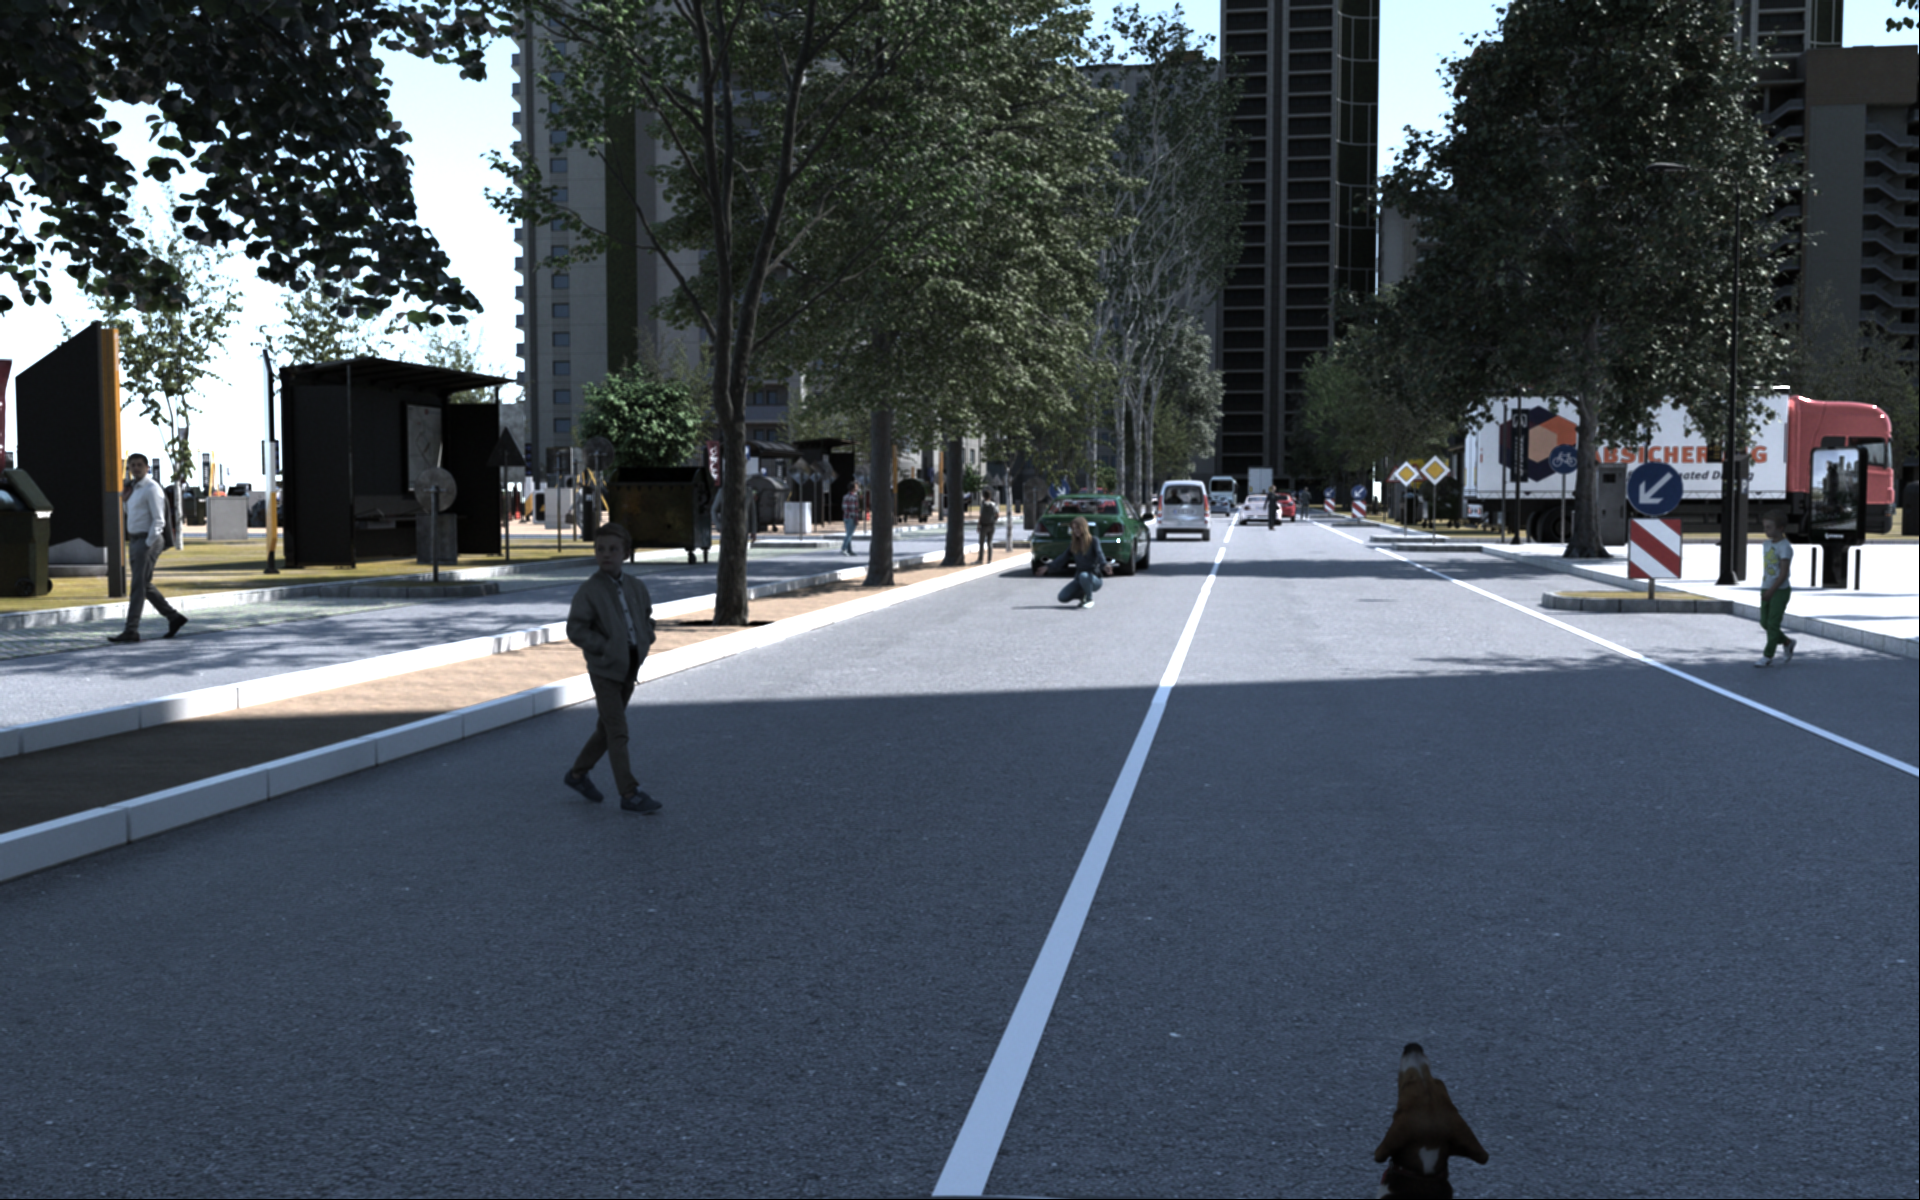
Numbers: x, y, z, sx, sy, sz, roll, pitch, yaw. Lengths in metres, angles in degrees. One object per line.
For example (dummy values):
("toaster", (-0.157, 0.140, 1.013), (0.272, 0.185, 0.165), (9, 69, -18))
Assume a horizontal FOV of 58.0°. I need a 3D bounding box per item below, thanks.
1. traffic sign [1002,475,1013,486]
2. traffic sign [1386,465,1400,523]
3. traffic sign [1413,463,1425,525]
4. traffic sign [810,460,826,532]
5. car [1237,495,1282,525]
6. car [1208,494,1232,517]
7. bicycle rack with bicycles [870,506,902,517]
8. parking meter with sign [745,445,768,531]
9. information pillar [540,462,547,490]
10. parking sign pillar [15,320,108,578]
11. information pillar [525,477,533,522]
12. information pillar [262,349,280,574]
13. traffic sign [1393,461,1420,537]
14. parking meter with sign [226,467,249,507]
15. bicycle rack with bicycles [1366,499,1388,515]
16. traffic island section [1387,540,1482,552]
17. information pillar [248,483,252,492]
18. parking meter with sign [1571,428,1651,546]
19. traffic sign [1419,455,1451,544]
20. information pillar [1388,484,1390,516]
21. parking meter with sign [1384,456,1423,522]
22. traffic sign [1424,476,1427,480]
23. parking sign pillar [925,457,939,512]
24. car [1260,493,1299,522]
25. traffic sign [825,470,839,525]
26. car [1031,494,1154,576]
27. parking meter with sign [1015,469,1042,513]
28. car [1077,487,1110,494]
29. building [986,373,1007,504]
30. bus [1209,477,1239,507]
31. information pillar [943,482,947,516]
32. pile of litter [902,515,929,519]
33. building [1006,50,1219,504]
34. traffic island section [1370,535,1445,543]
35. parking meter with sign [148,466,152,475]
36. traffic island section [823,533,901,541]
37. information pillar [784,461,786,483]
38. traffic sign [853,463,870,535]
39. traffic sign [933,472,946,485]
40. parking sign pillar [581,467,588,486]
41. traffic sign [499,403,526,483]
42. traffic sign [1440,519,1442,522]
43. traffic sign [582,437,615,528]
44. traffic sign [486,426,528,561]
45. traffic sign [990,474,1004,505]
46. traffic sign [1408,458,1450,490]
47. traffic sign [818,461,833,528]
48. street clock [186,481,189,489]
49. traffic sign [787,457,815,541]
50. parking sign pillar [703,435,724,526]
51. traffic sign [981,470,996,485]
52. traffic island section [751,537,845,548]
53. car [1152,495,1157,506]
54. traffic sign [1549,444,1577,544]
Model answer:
("traffic sign", (3.087, -6.876, 112.527), (0.768, 2.556, 0.104), (1, 4, 10))
("traffic sign", (19.482, -4.738, 77.470), (0.884, 2.594, 0.081), (1, 4, 16))
("traffic sign", (18.954, -4.414, 72.165), (0.884, 2.594, 0.081), (1, 4, 17))
("traffic sign", (-4.933, -3.537, 59.012), (0.795, 2.450, 0.064), (1, 4, 15))
("car", (14.003, -4.187, 80.815), (2.083, 1.381, 4.827), (0, 4, 8))
("car", (16.356, -6.029, 110.570), (2.014, 1.417, 4.499), (1, 4, 9))
("bicycle rack with bicycles", (-4.163, -5.241, 99.074), (2.852, 0.926, 2.925), (3, 5, 41))
("parking meter with sign", (-7.289, -3.959, 60.983), (0.543, 3.016, 1.738), (-2, 4, -32))
("information pillar", (-29.872, -8.122, 124.145), (0.504, 3.616, 0.183), (0, 4, 3))
("parking sign pillar", (-13.984, -2.361, 27.074), (1.447, 3.967, 1.447), (0, 4, -1))
("information pillar", (-20.136, -5.471, 80.798), (0.504, 3.616, 0.183), (3, 4, 37))
("information pillar", (-11.072, -2.228, 27.784), (0.183, 3.616, 0.504), (-2, 4, -32))
("traffic sign", (13.411, -2.963, 52.092), (0.795, 2.450, 0.064), (1, 4, 9))
("parking meter with sign", (-46.191, -7.047, 111.476), (1.738, 3.016, 0.543), (0, 4, -6))
("bicycle rack with bicycles", (30.185, -6.582, 120.996), (2.925, 0.926, 2.852), (0, 4, 0))
("traffic island section", (12.136, -1.346, 44.286), (2.009, 0.180, 2.903), (1, 4, 9))
("information pillar", (-47.862, -6.861, 116.673), (0.304, 2.012, 0.304), (-2, 4, -30))
("parking meter with sign", (16.110, -2.853, 42.914), (1.738, 3.016, 0.543), (1, 4, 11))
("traffic sign", (12.112, -2.481, 44.213), (0.795, 2.450, 0.064), (1, 4, 9))
("information pillar", (24.678, -5.781, 99.006), (0.304, 2.012, 0.304), (-3, 5, -44))
("parking meter with sign", (20.341, -5.088, 79.449), (1.738, 3.016, 0.543), (1, 4, 17))
("traffic sign", (26.441, -5.941, 97.247), (0.768, 2.556, 0.104), (1, 4, 11))
("parking sign pillar", (-2.220, -8.425, 126.224), (1.447, 3.967, 1.447), (1, 4, 13))
("car", (16.468, -4.934, 89.708), (2.155, 1.783, 4.494), (1, 4, 11))
("traffic sign", (-5.364, -4.291, 71.336), (0.795, 2.450, 0.064), (1, 4, 12))
("car", (2.459, -1.236, 32.011), (2.131, 1.459, 4.920), (1, 4, 11))
("parking meter with sign", (4.574, -7.338, 116.232), (1.738, 3.016, 0.543), (1, 4, 9))
("car", (7.545, -5.497, 98.555), (2.281, 1.827, 5.304), (1, 4, 11))
("building", (-5.952, -40.052, 244.092), (27.495, 52.752, 28.713), (1, 4, 9))
("bus", (28.802, -11.883, 189.147), (2.948, 3.499, 13.247), (1, 4, 10))
("information pillar", (-0.904, -5.809, 99.467), (0.304, 2.012, 0.304), (-2, 4, -30))
("pile of litter", (-2.380, -4.660, 90.162), (1.176, 0.858, 1.719), (-1, 4, -20))
("building", (20.837, -42.397, 235.186), (28.212, 58.520, 21.231), (1, 4, 9))
("traffic island section", (13.435, -1.828, 52.166), (2.009, 0.180, 2.903), (1, 4, 9))
("parking meter with sign", (-50.118, -6.731, 106.320), (0.543, 3.016, 1.738), (-3, 4, -39))
("traffic island section", (-3.034, -1.994, 54.875), (2.009, 0.180, 2.903), (1, 4, 9))
("information pillar", (-11.145, -7.227, 109.519), (0.183, 3.616, 0.504), (1, 4, 17))
("traffic sign", (-3.010, -3.129, 54.809), (0.795, 2.450, 0.064), (1, 4, 9))
("traffic sign", (-1.139, -5.939, 97.201), (0.768, 2.556, 0.104), (1, 4, 19))
("parking sign pillar", (-21.822, -6.848, 100.430), (1.447, 3.967, 1.447), (-1, 4, -14))
("traffic sign", (-10.846, -2.763, 39.046), (2.265, 3.308, 0.079), (1, 4, 14))
("traffic sign", (21.808, -4.791, 78.447), (0.768, 2.556, 0.104), (1, 4, 19))
("traffic sign", (-8.018, -2.339, 38.346), (0.768, 2.556, 0.104), (1, 4, 11))
("traffic sign", (-8.719, -2.036, 33.301), (0.884, 2.594, 0.081), (1, 4, 16))
("traffic sign", (2.315, -6.663, 108.936), (0.884, 2.594, 0.081), (1, 4, 19))
("traffic sign", (26.395, -6.346, 97.628), (2.265, 3.308, 0.079), (1, 4, 13))
("traffic sign", (-5.222, -4.027, 65.950), (0.768, 2.556, 0.104), (1, 4, 16))
("street clock", (-41.894, -5.440, 93.517), (0.358, 2.002, 0.471), (3, 5, 44))
("traffic sign", (-4.308, -2.648, 46.930), (0.795, 2.450, 0.064), (1, 4, 9))
("parking sign pillar", (-9.691, -4.983, 69.949), (1.447, 3.967, 1.447), (0, 4, -6))
("traffic sign", (1.548, -5.817, 95.108), (0.884, 2.594, 0.081), (1, 4, 10))
("traffic island section", (-4.333, -1.512, 46.996), (2.009, 0.180, 2.903), (1, 4, 9))
("car", (20.851, -10.412, 182.600), (2.083, 1.381, 4.827), (1, 4, 9))
("traffic sign", (15.484, -2.711, 44.427), (0.768, 2.556, 0.104), (1, 4, 11))
